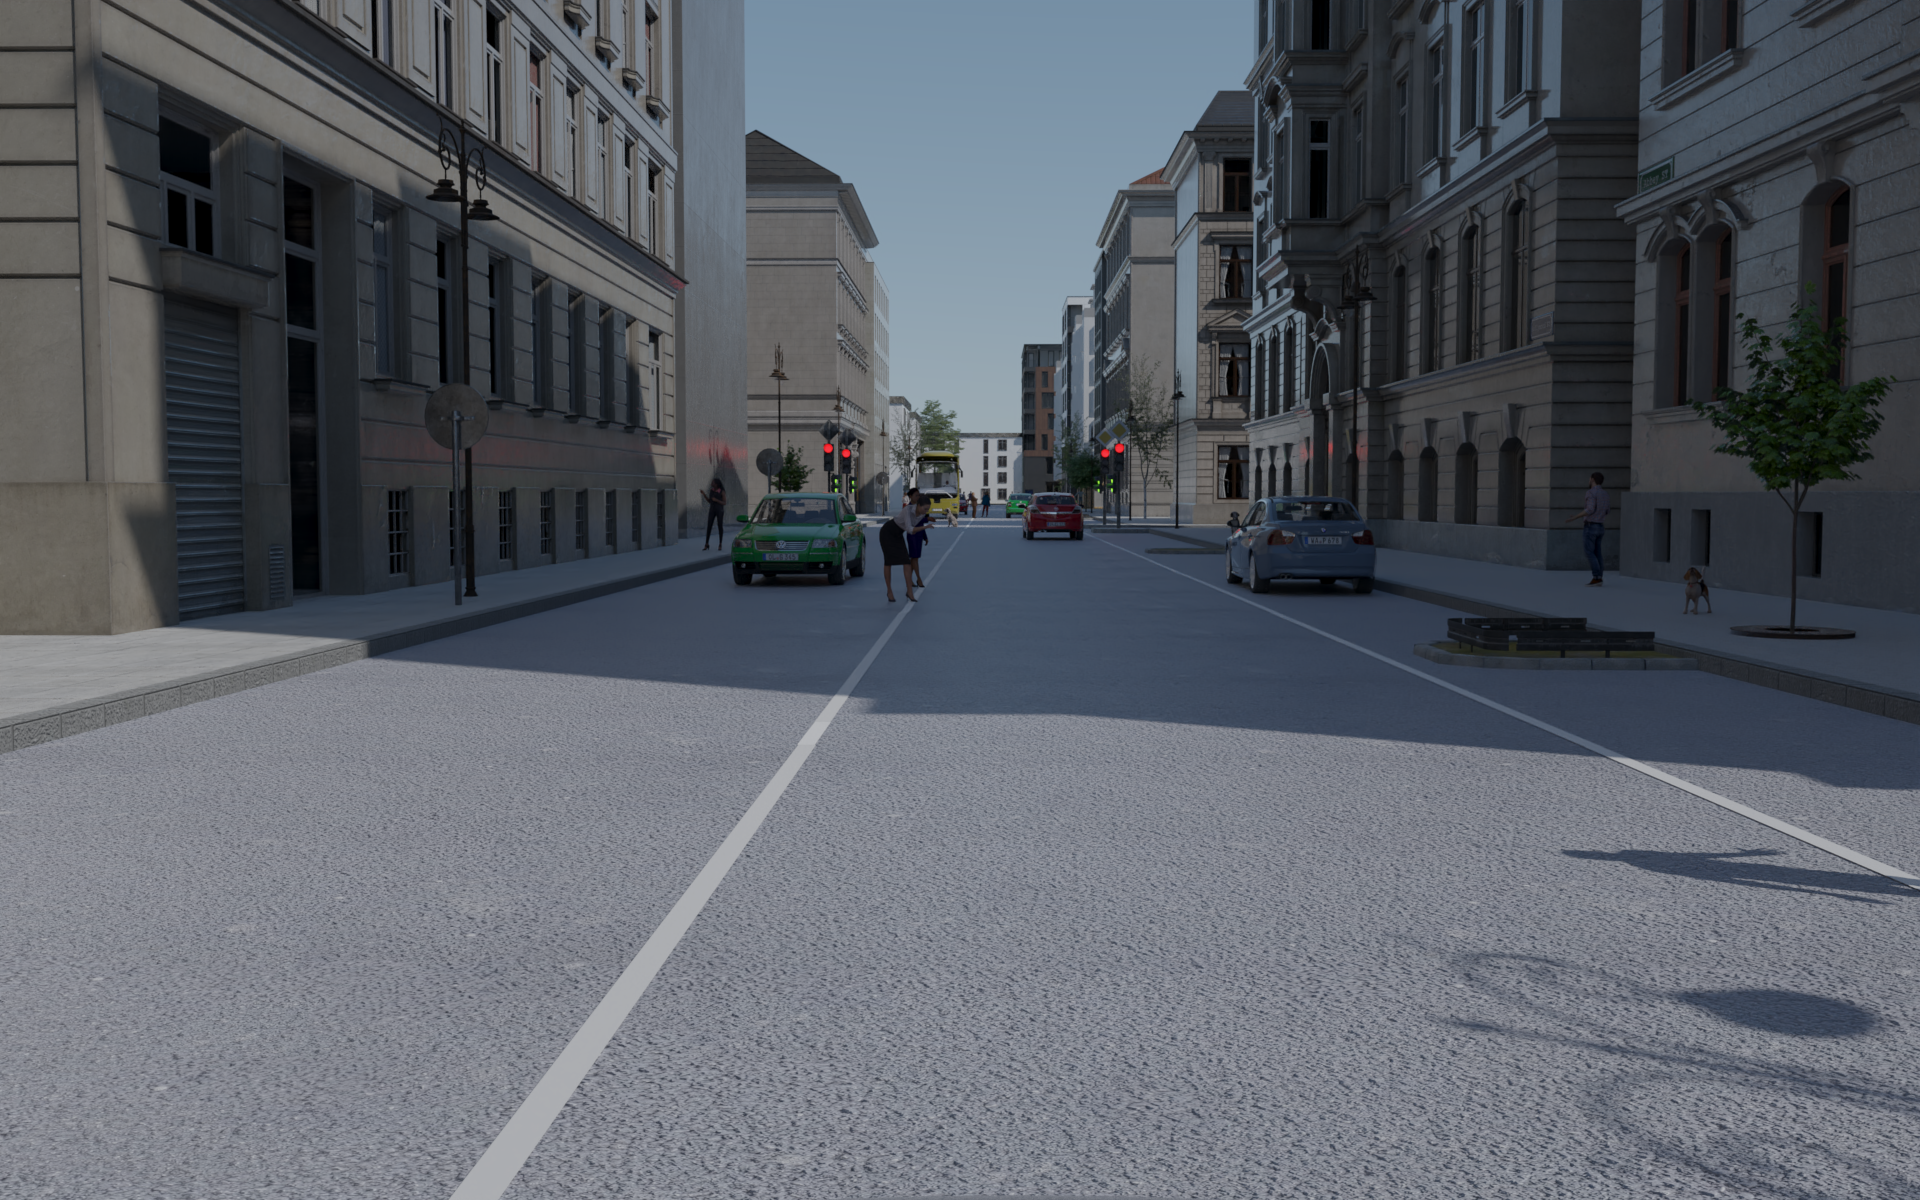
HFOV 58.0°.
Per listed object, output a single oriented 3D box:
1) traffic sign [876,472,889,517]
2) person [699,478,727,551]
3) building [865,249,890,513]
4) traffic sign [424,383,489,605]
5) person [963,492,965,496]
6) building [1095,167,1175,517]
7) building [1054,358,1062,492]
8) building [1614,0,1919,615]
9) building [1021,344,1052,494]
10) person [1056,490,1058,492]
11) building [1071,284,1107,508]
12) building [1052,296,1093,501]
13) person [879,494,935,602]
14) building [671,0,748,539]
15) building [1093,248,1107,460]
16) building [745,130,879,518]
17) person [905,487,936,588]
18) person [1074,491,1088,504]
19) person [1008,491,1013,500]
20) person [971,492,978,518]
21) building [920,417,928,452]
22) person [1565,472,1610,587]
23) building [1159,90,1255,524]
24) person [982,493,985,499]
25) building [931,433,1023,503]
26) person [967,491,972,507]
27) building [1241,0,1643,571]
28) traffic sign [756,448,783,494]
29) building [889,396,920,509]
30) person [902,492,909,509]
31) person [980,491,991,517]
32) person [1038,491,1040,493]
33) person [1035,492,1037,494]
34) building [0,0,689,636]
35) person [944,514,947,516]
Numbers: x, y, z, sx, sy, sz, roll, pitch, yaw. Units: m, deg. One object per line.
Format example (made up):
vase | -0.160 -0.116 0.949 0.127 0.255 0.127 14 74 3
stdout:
traffic sign | -4.394 -6.002 98.235 0.768 2.556 0.104 1 4 9
person | -5.608 -1.947 39.351 0.593 1.643 0.415 -1 4 -18
building | -10.667 -16.357 122.184 10.420 20.320 16.860 0 4 1
traffic sign | -5.790 -1.212 19.917 0.768 2.556 0.104 0 4 6
person | 0.564 -12.035 205.986 0.721 1.735 1.217 -1 4 -13
building | 14.731 -16.544 106.648 11.583 22.565 21.152 0 4 1
building | 19.859 -22.054 217.000 16.016 20.091 11.380 0 4 1
building | 16.370 -13.928 15.119 14.401 28.519 23.554 0 4 1
building | 25.188 -24.577 245.805 32.646 21.610 27.936 0 4 1
person | 10.654 -11.128 188.701 0.721 1.736 1.217 0 4 7
building | 18.568 -18.653 161.394 16.016 20.091 11.380 0 4 1
building | 25.283 -21.462 194.881 27.936 21.610 32.646 0 4 1
person | -0.688 -0.688 22.931 0.799 1.438 0.628 0 4 6
building | -22.588 -14.498 56.116 30.058 24.678 14.314 0 4 1
building | 18.100 -19.167 132.443 14.314 24.678 30.058 0 4 1
building | -10.911 -14.840 93.552 10.553 20.767 40.483 0 4 1
person | -0.582 -0.956 26.494 0.546 1.535 0.453 1 4 11
person | 10.850 -9.146 155.660 1.350 1.814 0.705 -1 4 -12
person | 5.785 -11.297 193.760 0.990 1.755 0.434 -2 4 -26
person | 0.869 -5.613 102.549 0.388 1.546 0.482 0 4 5
building | -8.746 -15.185 190.418 9.099 9.664 28.070 0 4 1
person | 8.810 -0.984 24.091 0.435 1.587 0.963 3 5 43
building | 18.990 -12.991 77.028 19.286 19.102 10.561 0 4 1
person | 2.106 -8.240 145.439 0.614 1.554 0.590 0 4 2
building | -5.404 -18.083 237.797 28.070 9.664 9.099 0 4 1
person | 1.090 -11.424 195.723 0.683 1.767 0.568 -1 4 -19
building | 15.265 -13.819 45.025 14.460 24.649 34.723 0 4 1
traffic sign | -5.294 -2.937 48.122 0.768 2.556 0.104 0 4 5
building | -9.087 -13.471 162.402 9.099 9.664 28.070 0 4 1
person | -2.948 -5.095 94.263 0.387 1.526 0.523 -3 5 -43
person | 1.582 -5.902 106.706 0.593 1.614 0.444 2 4 33
person | 8.814 -11.255 193.188 0.551 1.740 0.621 -1 4 -17
person | 5.827 -7.366 131.140 0.499 1.552 0.429 2 4 34
building | -14.689 -11.991 29.329 16.112 22.955 30.059 0 4 1
person | -0.659 -6.163 112.457 0.799 1.438 0.628 -2 4 -33
